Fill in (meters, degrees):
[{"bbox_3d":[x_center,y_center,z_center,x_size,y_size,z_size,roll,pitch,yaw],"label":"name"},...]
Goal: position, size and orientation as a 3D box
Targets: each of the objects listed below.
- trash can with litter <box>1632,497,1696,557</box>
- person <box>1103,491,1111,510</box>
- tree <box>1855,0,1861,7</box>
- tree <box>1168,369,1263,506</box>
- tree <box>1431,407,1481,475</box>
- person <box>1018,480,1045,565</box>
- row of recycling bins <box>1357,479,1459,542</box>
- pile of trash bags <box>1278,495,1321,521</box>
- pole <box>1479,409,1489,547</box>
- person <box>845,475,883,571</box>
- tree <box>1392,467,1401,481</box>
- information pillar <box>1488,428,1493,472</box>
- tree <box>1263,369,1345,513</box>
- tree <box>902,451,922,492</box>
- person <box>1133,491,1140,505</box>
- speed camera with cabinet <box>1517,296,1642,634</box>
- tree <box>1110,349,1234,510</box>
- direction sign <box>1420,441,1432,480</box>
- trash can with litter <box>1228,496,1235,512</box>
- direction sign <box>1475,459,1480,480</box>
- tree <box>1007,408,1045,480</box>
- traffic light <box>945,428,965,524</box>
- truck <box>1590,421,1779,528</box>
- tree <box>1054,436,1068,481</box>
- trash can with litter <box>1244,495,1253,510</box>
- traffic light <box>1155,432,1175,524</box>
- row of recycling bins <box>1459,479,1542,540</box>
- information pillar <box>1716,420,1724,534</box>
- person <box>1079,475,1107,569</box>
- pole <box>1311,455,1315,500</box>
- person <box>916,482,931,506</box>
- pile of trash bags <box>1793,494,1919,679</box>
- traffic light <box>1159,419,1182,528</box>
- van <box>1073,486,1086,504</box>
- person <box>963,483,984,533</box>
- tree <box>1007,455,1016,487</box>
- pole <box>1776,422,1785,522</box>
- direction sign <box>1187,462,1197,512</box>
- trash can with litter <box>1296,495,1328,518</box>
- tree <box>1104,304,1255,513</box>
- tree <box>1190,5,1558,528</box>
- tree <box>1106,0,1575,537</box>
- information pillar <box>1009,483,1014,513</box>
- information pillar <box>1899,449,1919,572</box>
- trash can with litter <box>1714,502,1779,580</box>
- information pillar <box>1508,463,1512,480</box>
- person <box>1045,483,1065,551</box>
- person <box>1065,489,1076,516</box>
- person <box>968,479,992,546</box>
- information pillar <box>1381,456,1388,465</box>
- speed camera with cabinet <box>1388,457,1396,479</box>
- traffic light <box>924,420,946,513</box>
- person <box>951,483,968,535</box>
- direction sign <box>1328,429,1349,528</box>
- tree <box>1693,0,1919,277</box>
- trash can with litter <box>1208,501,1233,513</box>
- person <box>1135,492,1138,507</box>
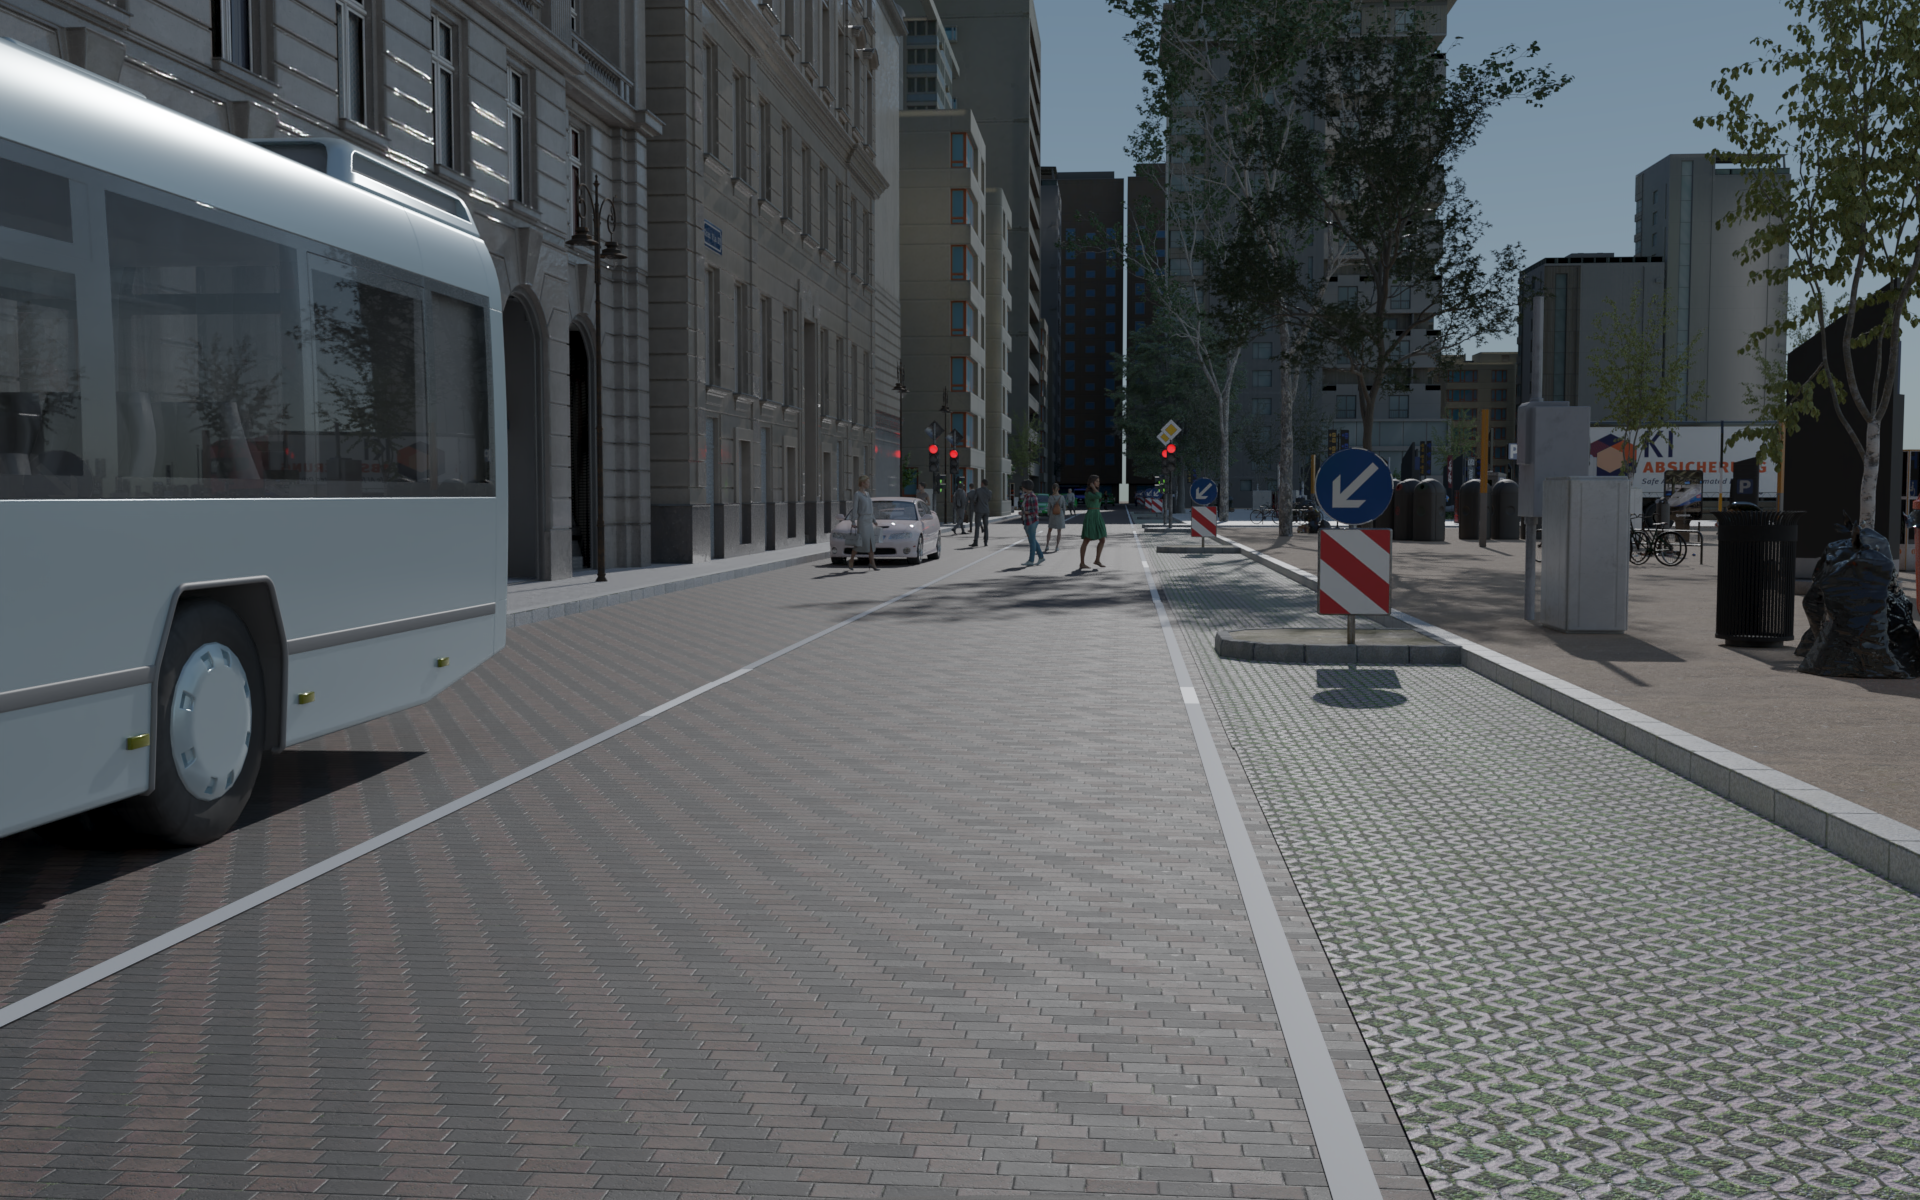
[{"bbox_3d":[14.425,-1.530,36.067,1.678,1.210,2.233,2,4,35],"label":"trash can with litter"},{"bbox_3d":[13.221,-8.994,156.377,0.721,1.723,1.217,3,5,40],"label":"person"},{"bbox_3d":[5.669,-3.505,7.670,4.360,8.622,3.978,0,3,0],"label":"tree"},{"bbox_3d":[14.764,-9.293,102.302,4.360,8.622,3.978,0,3,0],"label":"tree"},{"bbox_3d":[40.670,-11.729,142.138,4.737,8.622,4.395,0,3,0],"label":"tree"},{"bbox_3d":[1.452,-1.558,34.814,0.643,1.720,0.563,-1,4,-11],"label":"person"},{"bbox_3d":[12.280,-2.523,48.368,1.069,1.692,3.534,-1,4,-22],"label":"row of recycling bins"},{"bbox_3d":[16.688,-4.398,81.663,3.447,1.369,1.912,1,4,19],"label":"pile of trash bags"},{"bbox_3d":[12.650,-2.935,41.829,0.158,3.312,0.155,0,3,0],"label":"pole"},{"bbox_3d":[-1.811,-1.442,32.429,0.624,1.780,0.694,3,5,44],"label":"person"},{"bbox_3d":[31.628,-8.003,125.457,1.663,3.219,1.824,0,3,0],"label":"tree"},{"bbox_3d":[18.890,-4.312,61.859,0.183,3.616,0.504,0,4,-5],"label":"information pillar"},{"bbox_3d":[20.551,-9.311,102.596,4.360,8.622,3.978,0,3,0],"label":"tree"},{"bbox_3d":[-2.564,-4.453,67.413,1.663,3.219,1.824,0,3,0],"label":"tree"},{"bbox_3d":[21.612,-12.418,211.665,1.348,1.807,0.705,-3,4,-38],"label":"person"},{"bbox_3d":[5.922,-1.371,16.754,0.660,3.252,2.038,0,4,5],"label":"speed camera with cabinet"},{"bbox_3d":[17.534,-14.204,142.599,12.009,13.543,11.850,0,3,0],"label":"tree"},{"bbox_3d":[19.813,-5.001,73.765,0.379,3.537,0.876,-1,4,-16],"label":"direction sign"},{"bbox_3d":[19.467,-6.910,124.369,0.624,1.170,1.055,-1,4,-14],"label":"trash can with litter"},{"bbox_3d":[33.016,-7.282,111.061,0.379,3.537,0.876,-3,5,-44],"label":"direction sign"},{"bbox_3d":[5.343,-11.991,146.409,4.737,8.622,4.395,0,3,0],"label":"tree"},{"bbox_3d":[-0.220,-5.198,73.907,0.839,4.253,0.868,0,4,5],"label":"traffic light"},{"bbox_3d":[29.288,-4.817,67.673,11.283,4.237,2.839,0,4,7],"label":"truck"},{"bbox_3d":[10.870,-15.800,208.696,4.360,8.622,3.978,0,3,0],"label":"tree"},{"bbox_3d":[23.099,-7.741,137.623,1.678,1.210,2.233,2,4,35],"label":"trash can with litter"},{"bbox_3d":[8.655,-5.148,73.097,0.839,4.253,0.868,0,4,5],"label":"traffic light"},{"bbox_3d":[15.897,-2.566,49.064,3.534,1.692,1.069,-1,4,-9],"label":"row of recycling bins"},{"bbox_3d":[24.122,-3.887,54.903,0.183,3.616,0.504,1,4,22],"label":"information pillar"},{"bbox_3d":[2.553,-1.503,33.315,0.529,1.795,0.600,1,4,21],"label":"person"},{"bbox_3d":[18.320,-5.876,89.908,0.158,3.312,0.155,0,3,0],"label":"pole"},{"bbox_3d":[-1.184,-2.562,50.730,0.599,1.781,0.374,2,4,29],"label":"person"},{"bbox_3d":[6.883,-0.146,12.140,1.912,1.369,3.447,2,4,27],"label":"pile of trash bags"},{"bbox_3d":[7.912,-4.662,65.147,0.839,4.253,0.868,0,4,5],"label":"traffic light"},{"bbox_3d":[13.835,-11.815,197.563,2.240,2.365,5.245,0,4,6],"label":"van"},{"bbox_3d":[0.506,-3.404,64.112,0.622,1.834,0.822,-2,4,-31],"label":"person"},{"bbox_3d":[2.037,-8.040,115.163,4.285,4.588,4.351,0,3,0],"label":"tree"},{"bbox_3d":[22.989,-3.342,48.479,0.158,3.312,0.155,0,3,0],"label":"pole"},{"bbox_3d":[16.557,-8.057,123.734,0.876,3.537,0.379,-2,4,-35],"label":"direction sign"},{"bbox_3d":[18.907,-5.085,94.195,2.233,1.210,1.678,1,4,13],"label":"trash can with litter"},{"bbox_3d":[14.558,-12.724,114.691,9.857,13.997,8.962,0,3,0],"label":"tree"},{"bbox_3d":[7.842,-6.101,34.165,7.601,10.594,8.767,-2,4,-29],"label":"tree"},{"bbox_3d":[10.628,-11.912,50.643,12.611,20.169,13.585,0,3,0],"label":"tree"},{"bbox_3d":[3.514,-6.911,117.483,0.304,2.012,0.304,-1,4,-10],"label":"information pillar"},{"bbox_3d":[15.640,-1.472,28.560,0.304,2.012,0.304,-1,4,-12],"label":"information pillar"},{"bbox_3d":[11.655,-0.866,25.546,1.055,1.170,0.624,-3,5,-40],"label":"trash can with litter"},{"bbox_3d":[41.811,-8.585,131.717,0.183,3.616,0.504,-1,4,-16],"label":"information pillar"},{"bbox_3d":[2.421,-2.097,43.788,0.512,1.701,0.522,0,4,-7],"label":"person"},{"bbox_3d":[7.064,-6.258,111.310,0.782,1.767,0.515,2,4,35],"label":"person"},{"bbox_3d":[0.548,-2.401,47.566,0.655,1.846,0.447,-2,4,-26],"label":"person"},{"bbox_3d":[26.055,-7.031,106.317,0.504,3.616,0.183,1,4,20],"label":"information pillar"},{"bbox_3d":[23.722,-6.030,92.919,2.038,3.252,0.660,1,4,23],"label":"speed camera with cabinet"},{"bbox_3d":[-0.962,-4.712,65.957,0.839,4.253,0.868,0,4,5],"label":"traffic light"},{"bbox_3d":[0.015,-3.216,61.176,0.850,1.850,0.679,-3,5,-40],"label":"person"},{"bbox_3d":[13.288,-4.213,60.882,0.876,3.537,0.379,-2,4,-25],"label":"direction sign"},{"bbox_3d":[9.488,-4.124,17.794,4.737,8.622,4.395,0,3,0],"label":"tree"},{"bbox_3d":[17.427,-6.530,117.829,2.233,1.210,1.678,1,4,8],"label":"trash can with litter"},{"bbox_3d":[19.019,-10.892,187.521,0.436,1.711,0.756,1,4,13],"label":"person"}]
